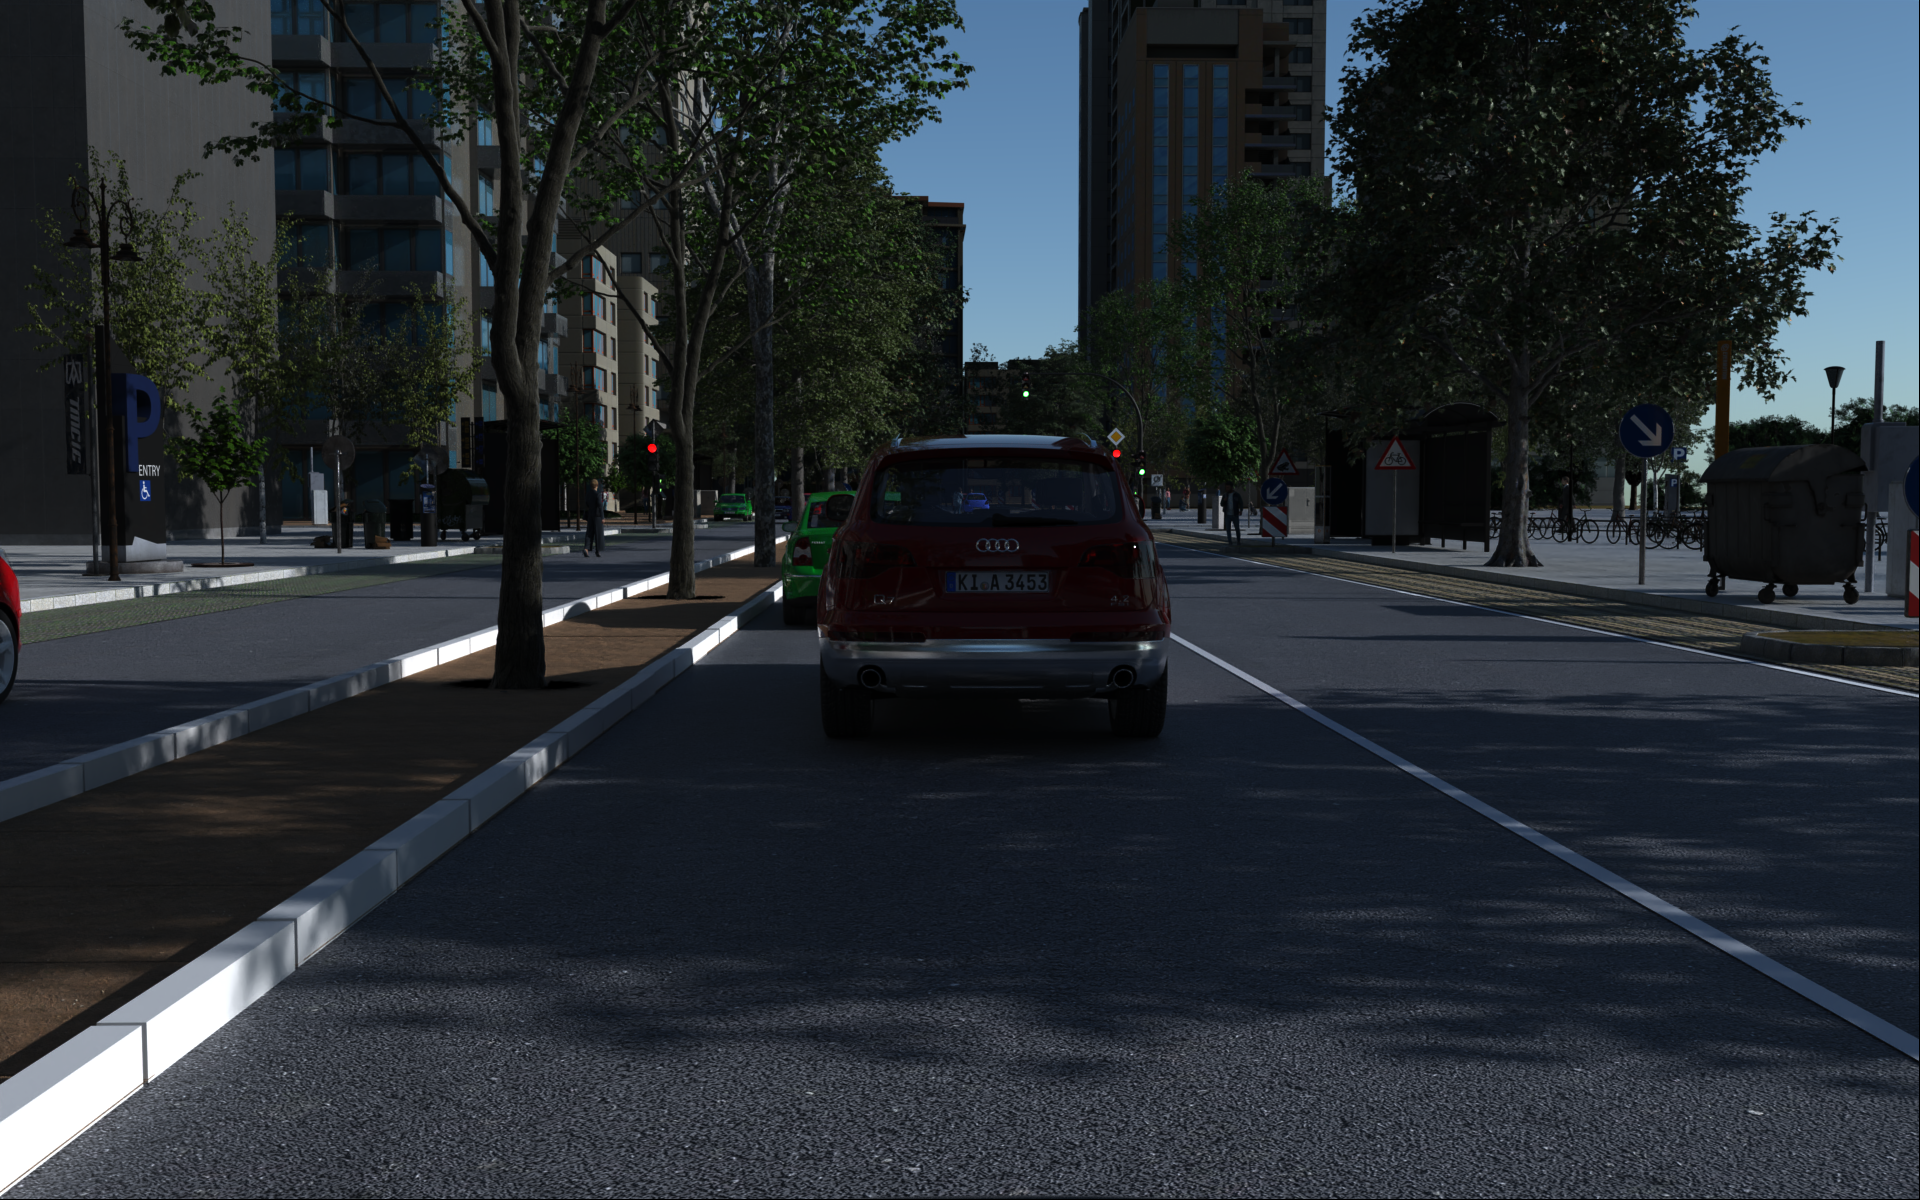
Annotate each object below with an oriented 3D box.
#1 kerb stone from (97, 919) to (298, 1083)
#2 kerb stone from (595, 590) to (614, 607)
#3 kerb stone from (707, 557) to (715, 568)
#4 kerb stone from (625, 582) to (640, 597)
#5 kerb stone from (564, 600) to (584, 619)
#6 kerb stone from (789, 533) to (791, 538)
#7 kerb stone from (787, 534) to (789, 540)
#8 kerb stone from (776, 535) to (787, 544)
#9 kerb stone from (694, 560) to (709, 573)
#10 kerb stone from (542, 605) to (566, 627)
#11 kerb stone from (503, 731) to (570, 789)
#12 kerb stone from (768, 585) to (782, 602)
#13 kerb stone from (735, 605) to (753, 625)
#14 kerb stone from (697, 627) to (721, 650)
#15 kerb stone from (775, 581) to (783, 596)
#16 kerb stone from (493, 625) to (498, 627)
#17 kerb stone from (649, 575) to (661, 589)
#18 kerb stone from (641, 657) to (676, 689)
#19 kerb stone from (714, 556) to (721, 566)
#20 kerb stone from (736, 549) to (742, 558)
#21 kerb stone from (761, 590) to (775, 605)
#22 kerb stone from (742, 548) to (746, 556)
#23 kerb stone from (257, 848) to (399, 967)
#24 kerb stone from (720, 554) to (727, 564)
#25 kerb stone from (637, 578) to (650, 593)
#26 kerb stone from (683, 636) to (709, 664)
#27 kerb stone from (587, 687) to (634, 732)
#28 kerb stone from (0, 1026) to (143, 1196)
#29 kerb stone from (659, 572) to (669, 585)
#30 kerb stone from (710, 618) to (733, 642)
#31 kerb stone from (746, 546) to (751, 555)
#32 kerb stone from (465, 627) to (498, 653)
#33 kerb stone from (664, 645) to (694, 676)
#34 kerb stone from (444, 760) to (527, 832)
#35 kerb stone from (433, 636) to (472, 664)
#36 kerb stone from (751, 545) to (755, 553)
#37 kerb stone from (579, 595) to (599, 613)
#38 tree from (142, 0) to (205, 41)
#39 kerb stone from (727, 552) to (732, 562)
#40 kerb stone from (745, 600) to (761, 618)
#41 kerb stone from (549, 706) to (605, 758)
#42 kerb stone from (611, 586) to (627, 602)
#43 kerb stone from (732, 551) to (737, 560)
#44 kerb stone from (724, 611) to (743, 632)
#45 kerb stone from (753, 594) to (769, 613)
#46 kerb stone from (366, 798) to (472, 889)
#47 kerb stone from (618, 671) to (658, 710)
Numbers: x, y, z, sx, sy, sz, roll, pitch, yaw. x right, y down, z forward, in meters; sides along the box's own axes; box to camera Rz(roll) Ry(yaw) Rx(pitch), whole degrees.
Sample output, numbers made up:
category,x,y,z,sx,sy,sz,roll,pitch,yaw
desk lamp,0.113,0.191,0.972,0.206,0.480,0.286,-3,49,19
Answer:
category,x,y,z,sx,sy,sz,roll,pitch,yaw
kerb stone,-2.047,1.070,4.705,0.120,0.150,1.000,0,4,-1
kerb stone,-4.596,0.006,22.095,0.120,0.150,1.000,0,4,-1
kerb stone,-4.888,-0.684,33.383,0.120,0.150,1.000,0,4,-1
kerb stone,-4.645,-0.118,24.146,0.120,0.150,1.000,0,4,-1
kerb stone,-4.541,0.132,20.034,0.120,0.150,1.000,0,4,-1
kerb stone,-5.400,-1.936,53.846,0.120,0.150,1.000,0,4,-1
kerb stone,-5.375,-1.873,52.824,0.120,0.150,1.000,0,4,-1
kerb stone,-5.351,-1.802,51.797,0.120,0.150,1.000,0,4,-1
kerb stone,-4.859,-0.617,32.353,0.120,0.150,1.000,0,4,-1
kerb stone,-4.515,0.195,19.013,0.120,0.150,1.000,0,4,-1
kerb stone,-2.161,0.821,8.814,0.120,0.150,1.000,0,4,-1
kerb stone,-2.519,-0.059,23.179,0.120,0.150,1.000,0,4,-1
kerb stone,-2.423,0.193,19.090,0.120,0.150,1.000,0,4,-1
kerb stone,-2.347,0.388,16.007,0.120,0.150,1.000,0,4,-1
kerb stone,-2.548,-0.123,24.212,0.120,0.150,1.000,0,4,-1
kerb stone,-4.469,0.320,16.958,0.120,0.150,1.000,0,4,-1
kerb stone,-4.697,-0.245,26.195,0.120,0.150,1.000,0,4,-1
kerb stone,-2.270,0.566,12.936,0.120,0.150,1.000,0,4,-1
kerb stone,-4.910,-0.746,34.408,0.120,0.150,1.000,0,4,-1
kerb stone,-5.010,-0.992,38.496,0.120,0.150,1.000,0,4,-1
kerb stone,-2.496,0.002,22.156,0.120,0.150,1.000,0,4,-1
kerb stone,-5.039,-1.059,39.517,0.120,0.150,1.000,0,4,-1
kerb stone,-2.077,1.007,5.737,0.120,0.150,1.000,0,4,-1
kerb stone,-4.938,-0.809,35.430,0.120,0.150,1.000,0,4,-1
kerb stone,-4.677,-0.182,25.173,0.120,0.150,1.000,0,4,-1
kerb stone,-2.310,0.446,14.980,0.120,0.150,1.000,0,4,-1
kerb stone,-2.209,0.692,10.880,0.120,0.150,1.000,0,4,-1
kerb stone,-2.023,1.132,3.684,0.120,0.150,1.000,0,4,-1
kerb stone,-4.730,-0.307,27.221,0.120,0.150,1.000,0,4,-1
kerb stone,-2.368,0.317,17.044,0.120,0.150,1.000,0,4,-1
kerb stone,-5.066,-1.122,40.539,0.120,0.150,1.000,0,4,-1
kerb stone,-4.438,0.383,15.936,0.120,0.150,1.000,0,4,-1
kerb stone,-2.288,0.504,13.958,0.120,0.150,1.000,0,4,-1
kerb stone,-2.133,0.881,7.793,0.120,0.150,1.000,0,4,-1
kerb stone,-4.409,0.446,14.909,0.120,0.150,1.000,0,4,-1
kerb stone,-5.090,-1.182,41.563,0.120,0.150,1.000,0,4,-1
kerb stone,-4.577,0.069,21.068,0.120,0.150,1.000,0,4,-1
tree,-2.903,-3.145,4.246,4.360,8.622,3.978,0,3,0
kerb stone,-4.963,-0.872,36.451,0.120,0.150,1.000,0,4,-1
kerb stone,-2.442,0.131,20.113,0.120,0.150,1.000,0,4,-1
kerb stone,-2.183,0.755,9.844,0.120,0.150,1.000,0,4,-1
kerb stone,-4.622,-0.057,23.122,0.120,0.150,1.000,0,4,-1
kerb stone,-4.986,-0.928,37.473,0.120,0.150,1.000,0,4,-1
kerb stone,-2.396,0.252,18.068,0.120,0.150,1.000,0,4,-1
kerb stone,-2.466,0.068,21.135,0.120,0.150,1.000,0,4,-1
kerb stone,-2.106,0.944,6.758,0.120,0.150,1.000,0,4,-1
kerb stone,-2.230,0.629,11.909,0.120,0.150,1.000,0,4,-1
